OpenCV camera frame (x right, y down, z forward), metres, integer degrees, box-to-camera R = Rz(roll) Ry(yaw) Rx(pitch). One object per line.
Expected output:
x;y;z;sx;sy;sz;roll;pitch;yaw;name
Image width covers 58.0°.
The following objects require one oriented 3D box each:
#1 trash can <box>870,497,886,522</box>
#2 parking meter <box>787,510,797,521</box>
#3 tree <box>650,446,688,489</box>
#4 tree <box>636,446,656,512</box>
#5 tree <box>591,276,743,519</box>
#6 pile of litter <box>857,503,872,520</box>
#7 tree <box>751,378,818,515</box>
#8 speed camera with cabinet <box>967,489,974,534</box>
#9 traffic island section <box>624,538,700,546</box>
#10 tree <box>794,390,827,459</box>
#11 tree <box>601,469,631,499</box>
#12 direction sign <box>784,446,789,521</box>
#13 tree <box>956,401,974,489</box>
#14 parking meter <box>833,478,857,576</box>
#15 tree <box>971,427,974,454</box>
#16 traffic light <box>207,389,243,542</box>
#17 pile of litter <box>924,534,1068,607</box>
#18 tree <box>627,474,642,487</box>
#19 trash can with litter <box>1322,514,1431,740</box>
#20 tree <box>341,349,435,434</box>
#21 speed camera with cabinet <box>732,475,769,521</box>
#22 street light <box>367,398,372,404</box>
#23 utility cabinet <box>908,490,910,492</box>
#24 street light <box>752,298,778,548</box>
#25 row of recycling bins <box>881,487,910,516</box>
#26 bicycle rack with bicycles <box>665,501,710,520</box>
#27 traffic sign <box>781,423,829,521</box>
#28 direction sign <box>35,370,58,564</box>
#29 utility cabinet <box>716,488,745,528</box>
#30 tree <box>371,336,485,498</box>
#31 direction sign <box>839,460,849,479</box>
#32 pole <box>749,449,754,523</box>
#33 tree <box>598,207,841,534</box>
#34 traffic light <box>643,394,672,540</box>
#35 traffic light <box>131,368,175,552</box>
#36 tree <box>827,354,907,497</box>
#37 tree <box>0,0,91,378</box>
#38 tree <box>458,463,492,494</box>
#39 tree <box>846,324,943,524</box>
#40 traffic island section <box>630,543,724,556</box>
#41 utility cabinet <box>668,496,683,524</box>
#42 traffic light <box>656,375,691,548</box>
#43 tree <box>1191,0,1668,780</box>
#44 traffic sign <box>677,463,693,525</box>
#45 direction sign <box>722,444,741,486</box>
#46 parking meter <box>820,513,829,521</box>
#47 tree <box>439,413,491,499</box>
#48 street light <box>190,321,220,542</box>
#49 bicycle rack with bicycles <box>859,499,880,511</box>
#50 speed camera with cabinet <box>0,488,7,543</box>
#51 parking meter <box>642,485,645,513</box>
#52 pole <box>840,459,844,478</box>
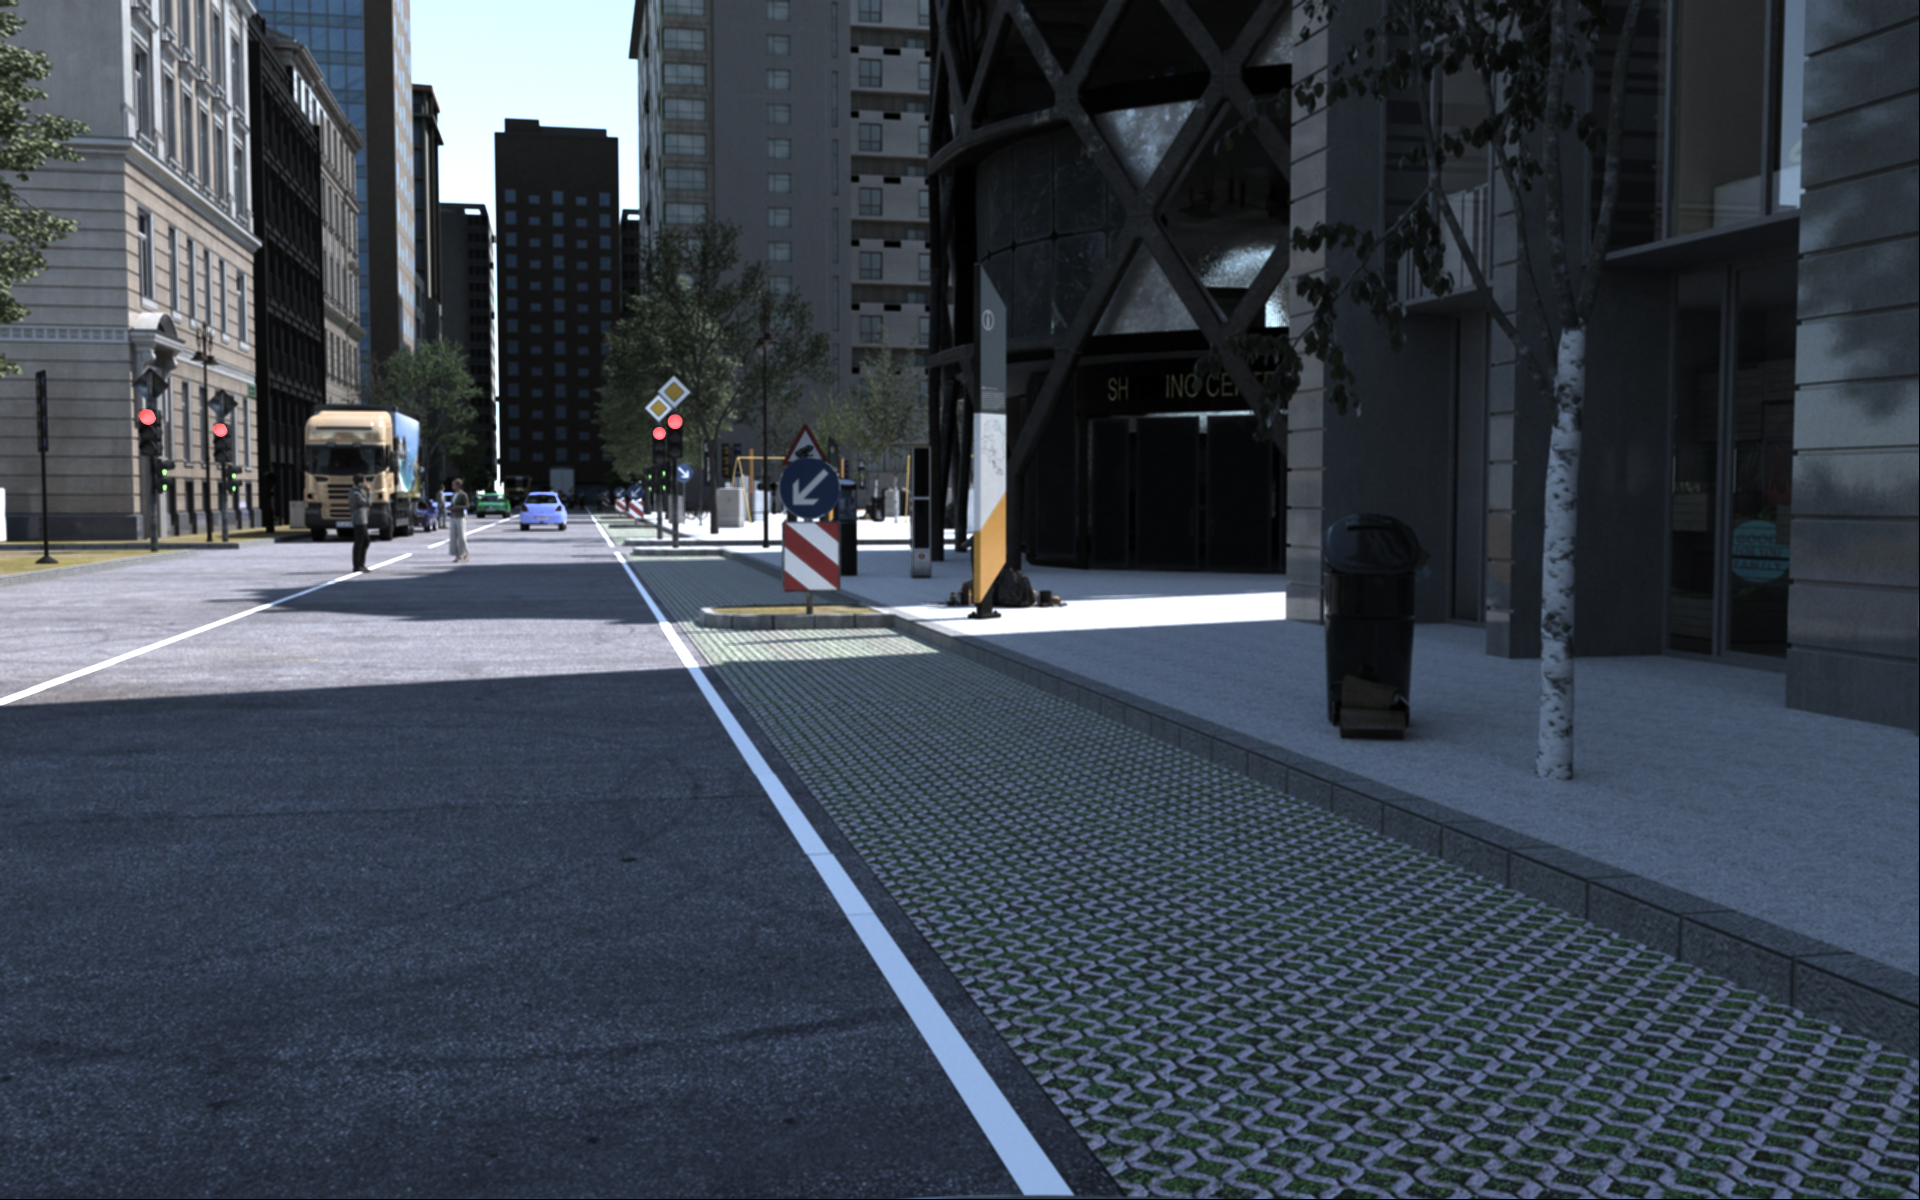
-3.806;-4.220;80.653;0.748;1.137;0.748;0;3;0;trash can
-6.165;-3.376;63.608;0.372;1.533;0.369;0;3;0;parking meter
-20.412;-10.286;118.546;4.737;8.622;4.395;0;3;0;tree
-22.199;-10.651;124.514;4.360;8.622;3.978;0;3;0;tree
-14.613;-10.467;89.265;7.486;12.596;7.792;0;3;0;tree
-4.679;-4.414;86.126;1.176;0.858;1.719;-1;4;-15;pile of litter
-10.476;-9.362;103.436;4.360;8.622;3.978;0;3;0;tree
0.740;-3.823;56.836;0.660;3.252;2.038;1;4;14;speed camera with cabinet
-8.455;-1.631;48.941;2.009;0.180;2.903;-1;4;-12;traffic island section
-9.348;-10.378;120.049;4.737;8.622;4.395;0;3;0;tree
-39.317;-13.114;198.131;4.285;4.588;4.351;0;3;0;tree
-8.112;-5.472;81.458;0.379;3.537;0.876;0;4;5;direction sign
0.882;-8.114;83.023;4.360;8.622;3.978;0;3;0;tree
-1.811;-1.156;27.305;0.372;1.533;0.369;0;3;0;parking meter
2.374;-9.792;110.458;4.737;8.622;4.395;0;3;0;tree
-19.685;-3.512;46.337;0.839;4.253;0.868;-1;4;-12;traffic light
0.411;-0.376;20.109;1.719;0.858;1.176;3;5;43;pile of litter
-26.750;-9.110;143.553;1.663;3.219;1.824;0;3;0;tree
2.298;0.120;9.433;0.624;1.170;1.055;1;4;8;trash can with litter
-29.117;-8.413;87.908;4.360;8.622;3.978;0;3;0;tree
-10.125;-5.420;82.958;0.660;3.252;2.038;-3;5;-39;speed camera with cabinet
-28.421;-6.774;83.551;0.468;5.910;1.993;-1;4;-12;street light
-2.927;-5.887;104.936;0.318;1.500;1.173;2;4;28;utility cabinet
-4.624;-4.179;41.122;0.468;5.910;1.993;-1;4;-12;street light
-2.940;-5.735;100.879;3.534;1.692;1.069;1;4;18;row of recycling bins
-13.509;-4.474;86.526;2.925;0.926;2.852;1;4;21;bicycle rack with bicycles
-2.848;-1.953;31.929;0.884;2.594;0.081;-1;4;-12;traffic sign
-16.934;-2.447;32.006;0.379;3.537;0.876;-3;4;-37;direction sign
-8.643;-3.452;65.113;1.173;1.500;0.318;3;4;36;utility cabinet
-35.099;-11.496;113.718;9.928;11.665;9.643;0;3;0;tree
-7.843;-7.644;116.980;0.876;3.537;0.379;3;4;38;direction sign
-9.356;-5.126;77.650;0.158;3.312;0.155;0;3;0;pole
-7.832;-7.420;55.737;8.767;10.594;7.601;0;4;6;tree
-8.497;-3.663;48.818;0.839;4.253;0.868;-1;4;-12;traffic light
-17.961;-3.035;38.540;0.839;4.253;0.868;-1;4;-12;traffic light
-4.531;-8.630;91.466;4.737;8.622;4.395;0;3;0;tree
-15.627;-6.429;23.240;7.486;12.596;7.792;0;3;0;tree
-54.383;-12.936;195.210;4.285;4.588;4.351;0;3;0;tree
-2.784;-7.589;74.447;4.360;8.622;3.978;0;3;0;tree
-6.731;-1.154;41.143;2.009;0.180;2.903;-1;4;-12;traffic island section
-12.397;-3.935;75.501;0.306;1.237;1.020;-2;4;-31;utility cabinet
-6.773;-3.187;41.020;0.839;4.253;0.868;-1;4;-12;traffic light
2.631;-3.513;7.808;4.360;8.622;3.978;0;3;0;tree
-11.521;-4.412;72.246;0.768;2.556;0.104;-1;4;-10;traffic sign
-10.280;-5.258;77.973;0.876;3.537;0.379;0;4;-1;direction sign
-6.006;-4.371;77.177;0.399;1.863;0.255;-3;5;-43;parking meter
-46.875;-13.123;164.925;4.737;8.622;4.395;0;3;0;tree
-20.209;-4.507;46.473;0.468;5.910;1.993;-1;4;-12;street light
-6.109;-6.839;125.195;2.852;0.926;2.925;-1;4;-20;bicycle rack with bicycles
-25.533;-3.108;45.145;0.660;3.252;2.038;-1;4;-13;speed camera with cabinet
-20.860;-6.666;114.696;0.399;1.863;0.255;-3;5;-44;parking meter
-6.772;-6.458;99.439;0.158;3.312;0.155;0;3;0;pole
